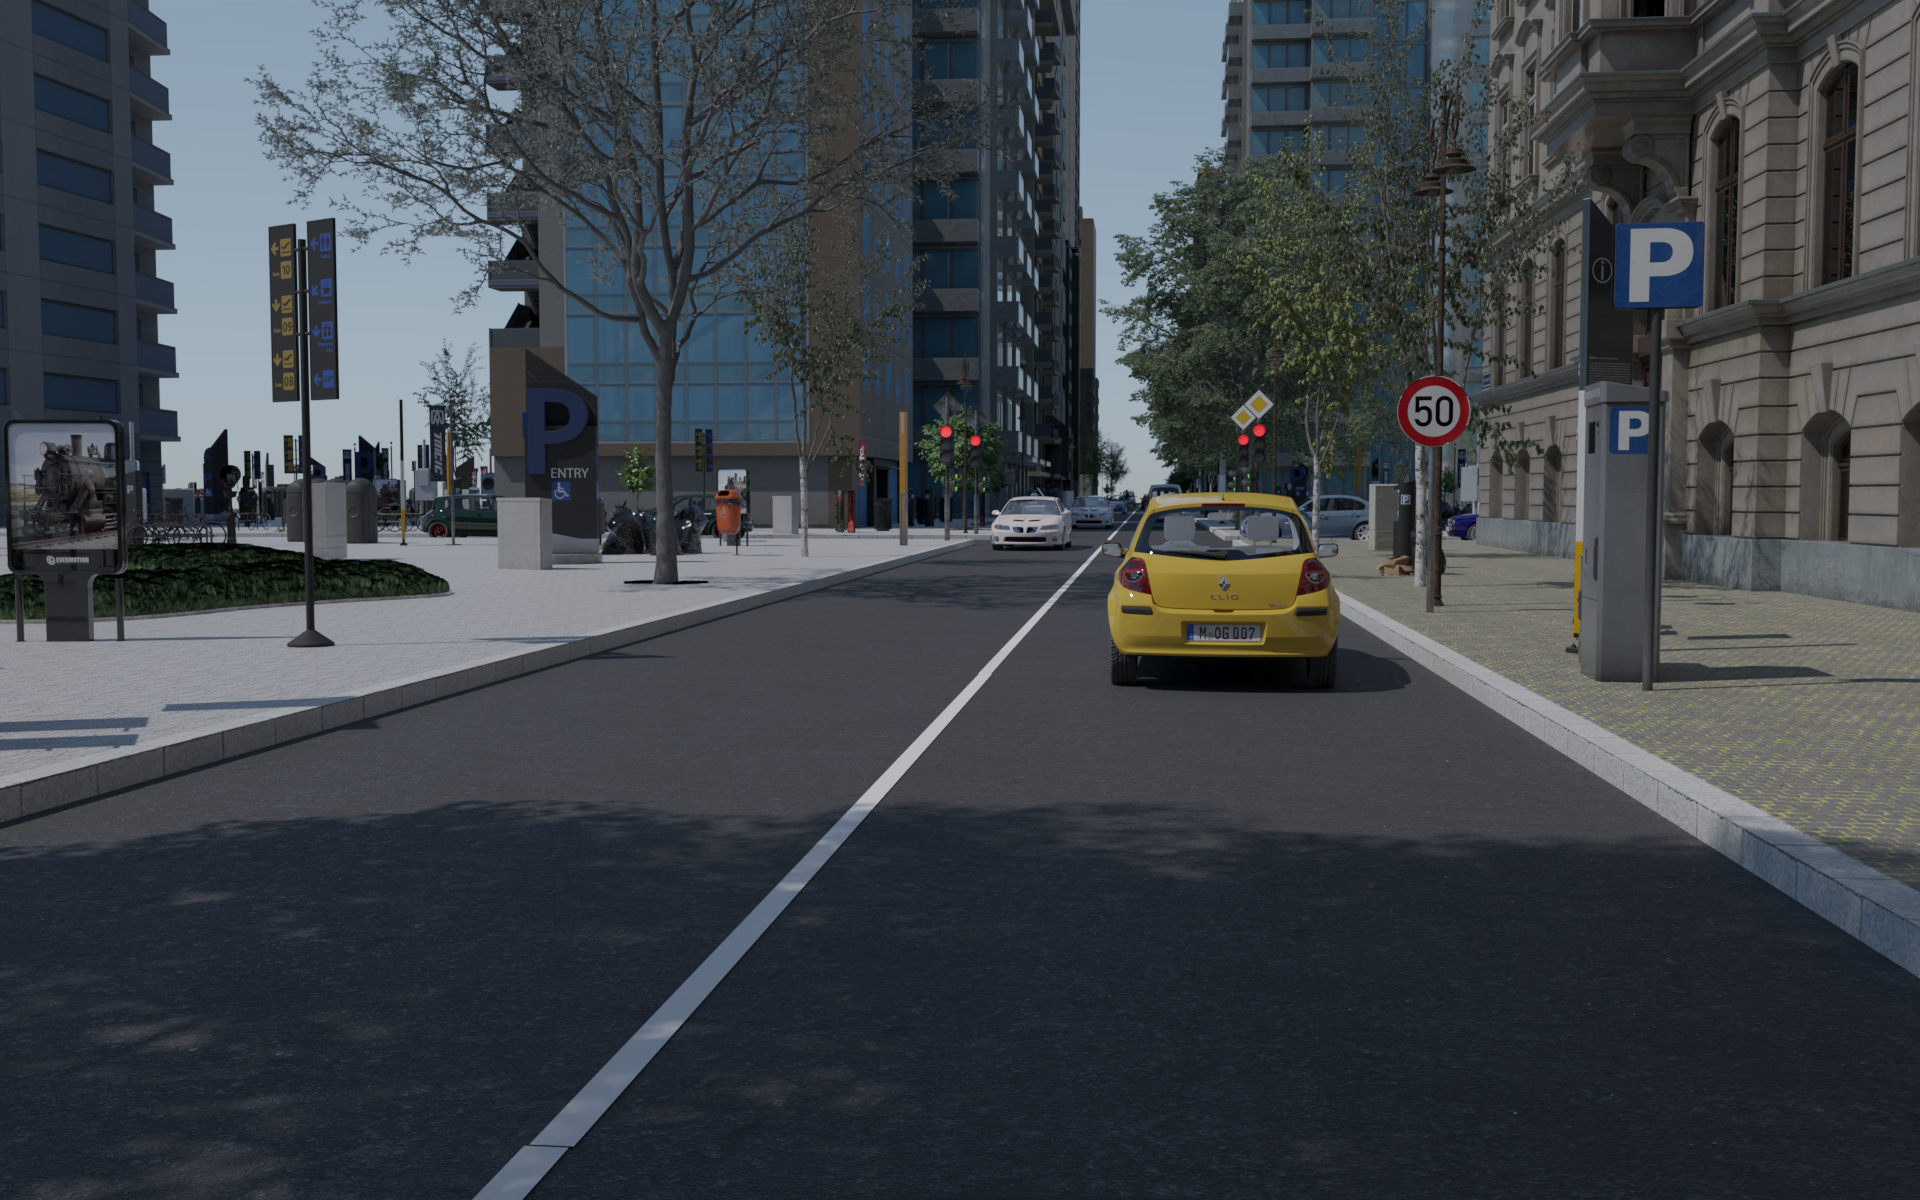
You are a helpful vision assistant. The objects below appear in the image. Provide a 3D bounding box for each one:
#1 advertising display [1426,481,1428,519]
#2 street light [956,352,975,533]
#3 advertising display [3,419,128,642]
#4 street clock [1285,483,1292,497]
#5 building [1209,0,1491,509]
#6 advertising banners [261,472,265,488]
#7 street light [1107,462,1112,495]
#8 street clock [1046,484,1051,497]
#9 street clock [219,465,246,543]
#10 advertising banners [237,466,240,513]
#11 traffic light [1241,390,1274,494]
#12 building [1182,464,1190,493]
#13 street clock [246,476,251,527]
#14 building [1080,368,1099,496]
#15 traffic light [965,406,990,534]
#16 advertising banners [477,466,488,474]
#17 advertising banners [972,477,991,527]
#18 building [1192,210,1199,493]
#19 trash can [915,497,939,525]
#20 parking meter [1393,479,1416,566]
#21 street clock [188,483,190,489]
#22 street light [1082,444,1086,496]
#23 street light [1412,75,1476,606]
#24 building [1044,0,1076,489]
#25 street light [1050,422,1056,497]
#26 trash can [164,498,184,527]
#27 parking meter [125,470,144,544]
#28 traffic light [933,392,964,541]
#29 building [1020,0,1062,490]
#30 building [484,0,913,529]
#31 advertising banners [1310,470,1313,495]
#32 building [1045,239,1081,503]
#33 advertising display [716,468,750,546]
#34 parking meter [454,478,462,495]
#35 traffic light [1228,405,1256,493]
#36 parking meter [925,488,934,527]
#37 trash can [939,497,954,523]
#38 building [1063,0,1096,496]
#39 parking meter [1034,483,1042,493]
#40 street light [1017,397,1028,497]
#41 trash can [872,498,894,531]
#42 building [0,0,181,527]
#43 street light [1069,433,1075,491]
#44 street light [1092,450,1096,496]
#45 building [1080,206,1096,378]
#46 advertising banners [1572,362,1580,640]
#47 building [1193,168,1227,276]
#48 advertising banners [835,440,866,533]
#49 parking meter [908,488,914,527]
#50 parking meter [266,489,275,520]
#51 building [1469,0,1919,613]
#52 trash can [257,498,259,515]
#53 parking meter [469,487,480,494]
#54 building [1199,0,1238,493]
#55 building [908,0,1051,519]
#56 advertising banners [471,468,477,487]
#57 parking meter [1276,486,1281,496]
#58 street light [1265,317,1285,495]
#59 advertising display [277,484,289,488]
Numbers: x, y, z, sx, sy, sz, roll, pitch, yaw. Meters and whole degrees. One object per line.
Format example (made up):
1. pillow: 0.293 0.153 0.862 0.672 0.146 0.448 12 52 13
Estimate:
1. advertising display: 23.797 -5.035 87.528 0.974 1.923 0.123 3 5 44
2. street light: 0.185 -5.122 56.533 0.468 5.910 1.993 0 4 6
3. advertising display: -7.748 -0.600 15.027 0.974 1.923 0.123 0 4 -3
4. street clock: 21.507 -6.668 113.587 0.358 2.002 0.471 3 5 45
5. building: 34.759 -32.742 154.944 23.786 49.044 30.456 0 4 6
6. advertising banners: -53.720 -8.454 134.415 2.074 3.025 0.090 3 5 42
7. street light: 20.481 -16.366 240.374 0.468 5.910 1.993 0 4 6
8. street clock: 6.321 -7.268 123.409 0.358 2.002 0.471 1 4 16
9. street clock: -18.030 -2.340 42.823 0.471 2.002 0.358 0 4 -8
10. advertising banners: -45.038 -6.855 108.264 0.090 3.025 2.074 -1 4 -15
11. traffic light: 8.028 -3.536 46.727 0.839 4.253 0.868 0 4 6
12. building: 42.726 -31.091 280.030 14.160 30.474 14.107 0 4 6
13. street clock: -28.042 -3.885 68.087 0.358 2.002 0.471 -2 4 -31
14. building: 6.052 -24.962 253.172 27.650 21.520 28.899 0 4 6
15. traffic light: 0.541 -4.076 55.567 0.839 4.253 0.868 0 4 6
16. advertising banners: -28.832 -6.815 107.617 2.074 3.025 0.090 1 4 9
17. advertising banners: 0.877 -4.401 68.145 0.090 3.025 2.074 -1 4 -20
18. building: 40.413 -34.626 249.735 14.154 41.232 14.086 0 4 6
19. trash can: -1.526 -3.749 72.951 0.748 1.137 0.748 0 3 0
20. parking meter: 7.685 -1.317 29.952 0.372 1.533 0.369 0 3 0
21. street clock: -51.441 -6.801 115.759 0.358 2.002 0.471 -2 4 -26
22. street light: 11.281 -11.311 157.728 0.468 5.910 1.993 0 4 6
23. street light: 5.467 -2.870 19.708 0.468 5.910 1.993 0 4 6
24. building: -3.274 -35.800 174.573 28.713 52.752 27.495 0 4 6
25. street light: 5.823 -8.308 108.629 0.468 5.910 1.993 0 4 6
26. trash can: -29.793 -3.304 65.678 0.748 1.137 0.748 0 3 0
27. parking meter: -20.371 -2.261 42.673 0.399 1.863 0.255 0 4 8
28. traffic light: -0.334 -3.591 47.630 0.839 4.253 0.868 0 4 6
29. building: -2.917 -30.083 146.479 22.147 44.769 28.867 0 4 6
30. building: -9.743 -25.669 69.796 14.600 45.320 14.200 0 4 6
31. advertising banners: 25.295 -7.808 123.848 0.090 3.025 2.074 0 4 -3
32. building: 6.259 -25.909 195.309 14.160 30.474 14.107 0 4 6
33. advertising display: -5.586 -2.293 42.706 0.974 1.923 0.123 2 4 32
34. parking meter: -17.992 -3.432 61.830 0.399 1.863 0.255 -3 5 -42
35. traffic light: 8.903 -4.021 54.664 0.839 4.253 0.868 0 4 6
36. parking meter: -1.206 -3.672 68.450 0.372 1.533 0.369 0 3 0
37. trash can: -0.634 -4.072 78.228 0.748 1.137 0.748 0 3 0
38. building: 7.433 -48.199 226.299 20.563 71.187 20.611 0 4 6
39. parking meter: 4.162 -5.336 92.951 0.399 1.863 0.255 2 4 28
40. street light: 2.975 -6.694 82.237 0.468 5.910 1.993 0 4 6
41. trash can: -2.667 -2.956 59.989 0.748 1.137 0.748 0 3 0
42. building: -50.763 -32.507 73.490 28.212 58.520 21.231 0 4 6
43. street light: 8.563 -9.739 132.017 0.468 5.910 1.993 0 4 6
44. street light: 14.217 -12.883 183.416 0.468 5.910 1.993 0 4 6
45. building: 14.278 -38.108 273.181 14.600 45.320 14.200 0 4 6
46. advertising banners: 5.596 -1.189 15.623 0.090 3.025 2.074 1 4 20
47. building: 41.885 -35.056 227.789 22.147 44.769 28.867 0 4 6
48. advertising banners: -3.593 -3.722 57.048 0.090 3.025 2.074 -2 4 -32
49. parking meter: -1.994 -3.681 68.598 0.372 1.533 0.369 0 3 0
50. parking meter: -33.836 -4.683 84.975 0.372 1.533 0.369 0 3 0
51. building: 16.415 -12.656 26.005 14.460 24.649 34.723 0 4 6
52. trash can: -42.080 -5.638 103.829 0.748 1.137 0.748 0 3 0
53. parking meter: -17.062 -3.209 60.877 0.372 1.533 0.369 0 3 0
54. building: 37.465 -53.314 184.359 22.319 86.520 31.000 0 4 6
55. building: -6.999 -29.473 101.484 23.786 49.044 30.456 0 4 6
56. advertising banners: -33.372 -7.346 116.294 2.074 3.025 0.090 -1 4 -12
57. parking meter: 21.403 -6.781 116.579 0.399 1.863 0.255 -1 4 -13
58. street light: 8.260 -4.442 45.412 0.468 5.910 1.993 0 4 6
59. advertising display: -42.716 -6.386 109.622 0.974 1.923 0.123 0 4 -4
